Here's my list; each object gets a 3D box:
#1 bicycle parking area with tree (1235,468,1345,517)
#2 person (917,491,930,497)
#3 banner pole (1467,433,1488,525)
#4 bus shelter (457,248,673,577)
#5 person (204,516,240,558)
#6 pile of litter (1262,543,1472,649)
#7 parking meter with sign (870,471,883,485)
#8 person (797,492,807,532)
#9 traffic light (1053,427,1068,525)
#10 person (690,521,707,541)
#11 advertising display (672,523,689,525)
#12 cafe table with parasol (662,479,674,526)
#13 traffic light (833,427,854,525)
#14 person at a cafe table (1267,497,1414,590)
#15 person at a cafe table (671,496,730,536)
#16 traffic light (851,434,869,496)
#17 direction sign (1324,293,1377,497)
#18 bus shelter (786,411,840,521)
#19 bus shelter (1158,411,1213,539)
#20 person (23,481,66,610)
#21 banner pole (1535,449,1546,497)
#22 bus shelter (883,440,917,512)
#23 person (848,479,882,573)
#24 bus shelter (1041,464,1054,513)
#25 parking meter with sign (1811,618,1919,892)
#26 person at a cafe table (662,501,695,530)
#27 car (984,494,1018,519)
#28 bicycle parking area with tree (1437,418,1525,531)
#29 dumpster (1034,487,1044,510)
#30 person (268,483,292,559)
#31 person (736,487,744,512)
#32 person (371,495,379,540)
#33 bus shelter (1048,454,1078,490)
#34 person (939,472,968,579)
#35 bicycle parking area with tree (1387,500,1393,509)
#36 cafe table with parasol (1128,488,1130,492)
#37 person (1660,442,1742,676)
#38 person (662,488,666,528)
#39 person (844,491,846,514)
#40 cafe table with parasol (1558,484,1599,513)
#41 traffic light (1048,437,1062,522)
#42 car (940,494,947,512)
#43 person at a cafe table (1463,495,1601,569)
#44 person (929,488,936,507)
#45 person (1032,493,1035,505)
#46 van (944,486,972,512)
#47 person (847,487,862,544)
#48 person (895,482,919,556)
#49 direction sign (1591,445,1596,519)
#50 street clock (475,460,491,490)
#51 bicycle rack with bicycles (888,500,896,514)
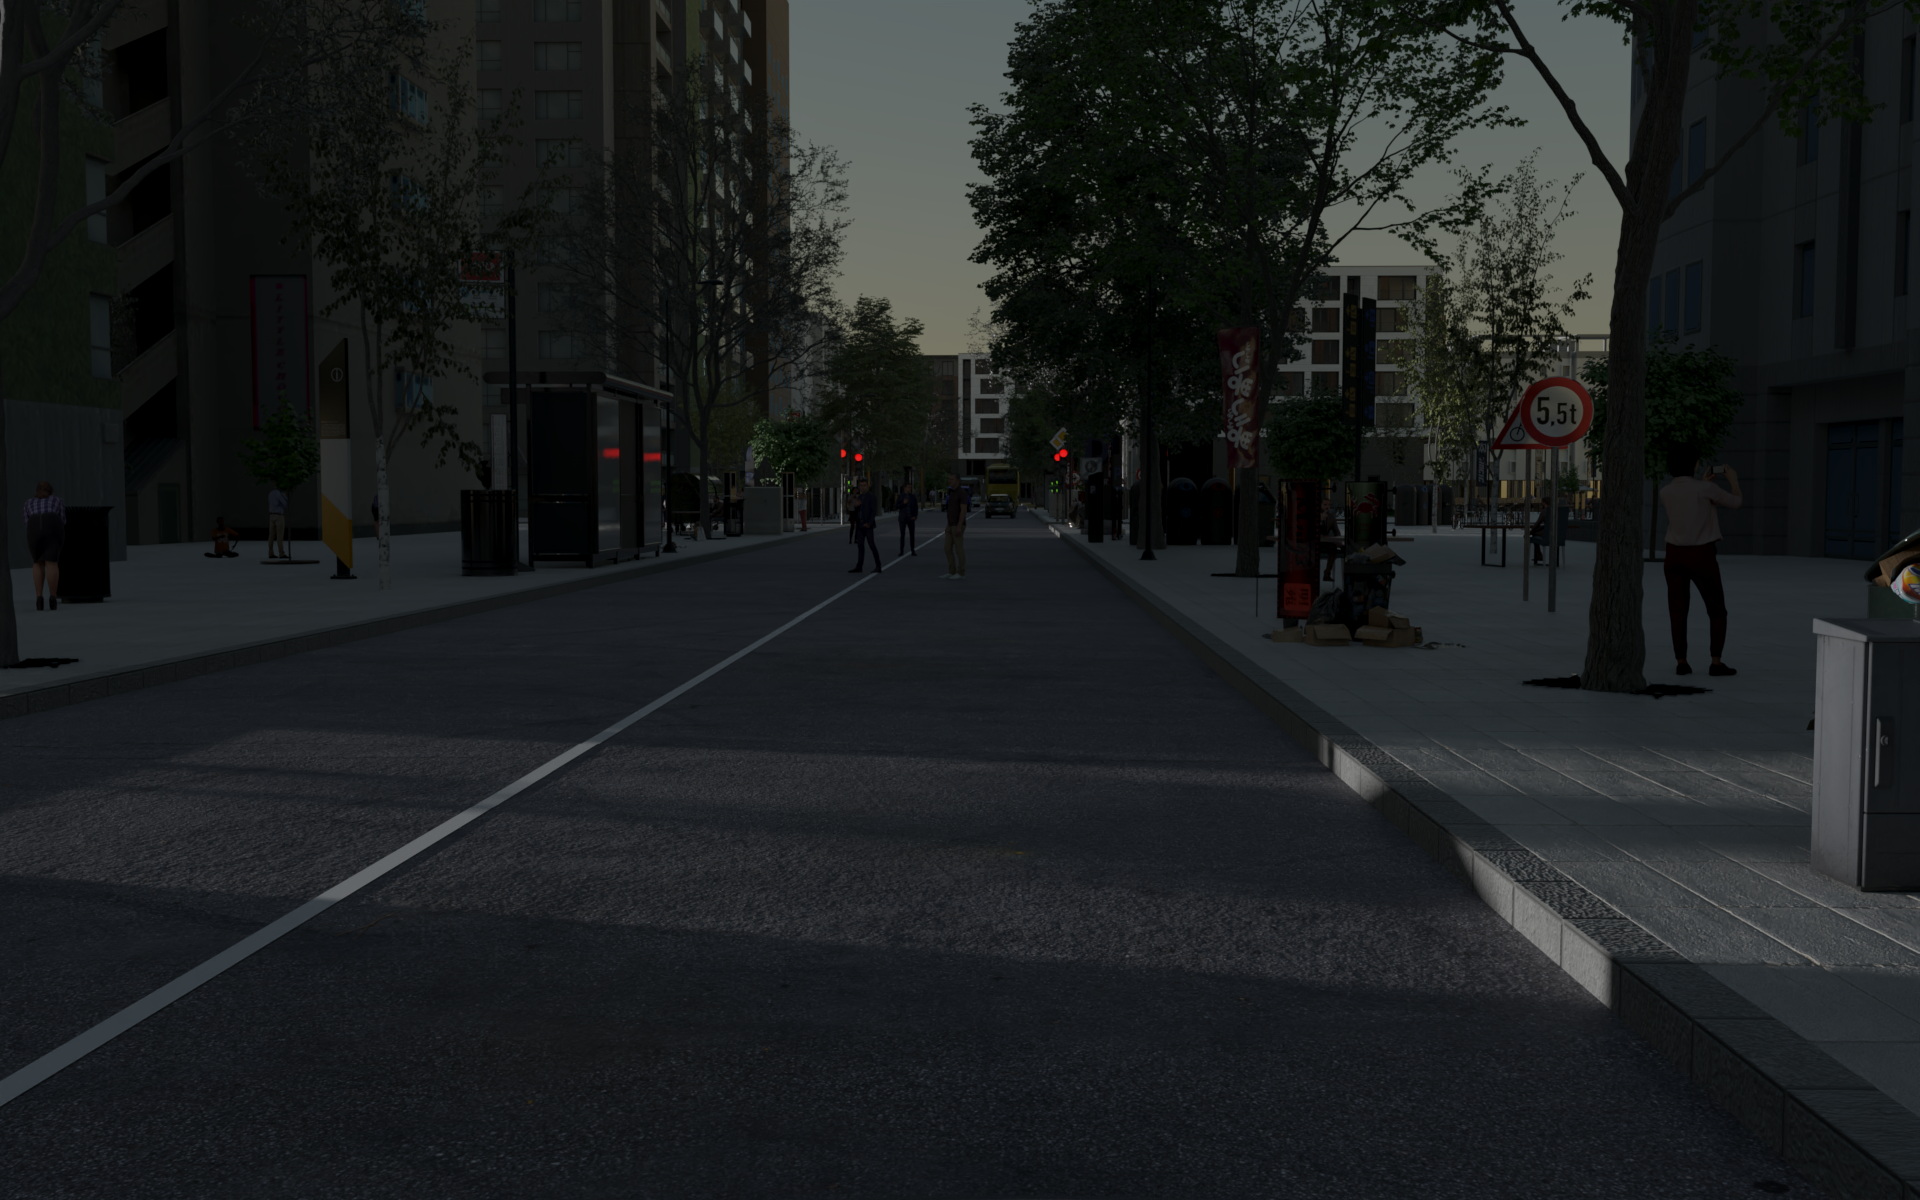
[{"bbox_3d":[19.958,-7.519,109.941,8.231,4.147,9.016,0,4,3],"label":"bicycle parking area with tree"},{"bbox_3d":[-3.474,-9.607,163.144,1.348,1.821,0.705,0,4,5],"label":"person"},{"bbox_3d":[21.249,-4.960,71.114,0.863,3.779,0.401,0,4,-2],"label":"banner pole"},{"bbox_3d":[-7.058,-3.268,31.069,2.179,5.291,8.768,0,4,2],"label":"bus shelter"},{"bbox_3d":[-14.810,-1.257,34.886,0.859,0.850,0.655,-2,4,-34],"label":"person"},{"bbox_3d":[3.441,-0.056,14.877,1.176,0.858,1.719,-3,4,-38],"label":"pile of litter"},{"bbox_3d":[-6.761,-8.363,132.996,1.738,3.016,0.543,2,4,27],"label":"parking meter with sign"},{"bbox_3d":[-5.385,-3.021,59.348,0.435,1.345,0.340,2,4,27],"label":"person"},{"bbox_3d":[4.296,-5.109,72.457,0.839,4.253,0.868,0,4,2],"label":"traffic light"},{"bbox_3d":[-7.143,-1.886,47.358,0.357,0.543,0.381,2,4,31],"label":"person"},{"bbox_3d":[-11.841,-4.159,73.209,0.974,1.923,0.123,-3,5,-42],"label":"advertising display"},{"bbox_3d":[-12.231,-3.941,69.301,2.610,1.966,2.610,1,4,23],"label":"cafe table with parasol"},{"bbox_3d":[-4.902,-5.124,72.699,0.839,4.253,0.868,0,4,2],"label":"traffic light"},{"bbox_3d":[4.925,-0.735,22.876,1.698,1.238,1.726,0,4,0],"label":"person at a cafe table"},{"bbox_3d":[-8.026,-2.627,53.820,1.726,1.238,1.698,-1,4,-17],"label":"person at a cafe table"},{"bbox_3d":[-4.678,-5.612,80.681,0.839,4.253,0.868,0,4,2],"label":"traffic light"},{"bbox_3d":[4.576,-1.707,19.914,0.379,3.537,0.876,3,4,36],"label":"direction sign"},{"bbox_3d":[-7.254,-6.664,86.591,2.179,5.291,8.768,0,4,1],"label":"bus shelter"},{"bbox_3d":[6.336,-3.652,50.993,1.731,3.624,6.357,0,4,2],"label":"bus shelter"},{"bbox_3d":[-10.130,-0.605,19.176,0.421,1.427,0.697,-2,4,-26],"label":"person"},{"bbox_3d":[27.056,-5.543,80.637,0.863,3.779,0.401,-2,4,-26],"label":"banner pole"},{"bbox_3d":[-4.605,-9.371,130.842,2.179,5.291,8.768,0,4,2],"label":"bus shelter"},{"bbox_3d":[-1.720,-1.345,31.410,0.530,1.710,0.541,-2,4,-32],"label":"person"},{"bbox_3d":[6.458,-7.457,115.838,2.014,3.302,5.546,0,4,2],"label":"bus shelter"},{"bbox_3d":[3.750,-0.571,5.598,1.738,3.016,0.543,0,4,1],"label":"parking meter with sign"},{"bbox_3d":[-10.327,-3.331,62.977,1.698,1.524,1.622,-2,4,-25],"label":"person at a cafe table"},{"bbox_3d":[2.405,-5.662,102.362,2.009,1.686,4.222,0,4,4],"label":"car"},{"bbox_3d":[22.155,-4.682,63.546,8.231,4.147,9.016,2,4,35],"label":"bicycle parking area with tree"},{"bbox_3d":[6.791,-8.440,143.759,1.264,1.857,1.865,0,4,2],"label":"dumpster"},{"bbox_3d":[-13.558,-1.611,34.442,0.516,1.574,0.319,3,4,36],"label":"person"},{"bbox_3d":[-11.403,-4.991,89.098,0.566,1.644,0.517,0,4,-7],"label":"person"},{"bbox_3d":[-16.066,-2.371,48.036,0.421,1.427,0.697,-2,4,-32],"label":"person"},{"bbox_3d":[6.270,-6.970,105.250,1.731,3.624,6.357,0,4,2],"label":"bus shelter"},{"bbox_3d":[-0.107,-1.255,29.155,0.434,1.807,0.598,-1,4,-11],"label":"person"},{"bbox_3d":[31.534,-7.632,111.789,9.016,4.147,8.231,1,4,19],"label":"bicycle parking area with tree"},{"bbox_3d":[16.099,-8.626,145.907,2.610,1.966,2.610,-2,4,-32],"label":"cafe table with parasol"},{"bbox_3d":[5.255,-0.295,12.323,0.566,1.644,0.517,0,4,-1],"label":"person"},{"bbox_3d":[-11.403,-3.537,66.415,0.480,1.512,0.613,-1,4,-17],"label":"person"},{"bbox_3d":[-7.065,-5.963,106.005,0.523,1.526,0.387,2,4,32],"label":"person"},{"bbox_3d":[37.685,-6.190,106.069,2.610,1.966,2.610,2,4,26],"label":"cafe table with parasol"},{"bbox_3d":[4.520,-5.597,80.439,0.839,4.253,0.868,0,4,2],"label":"traffic light"},{"bbox_3d":[-0.657,-8.102,142.254,2.009,1.686,4.222,0,4,1],"label":"car"},{"bbox_3d":[10.025,-1.195,30.396,1.698,1.238,1.726,-1,4,-12],"label":"person at a cafe table"},{"bbox_3d":[-2.758,-10.108,171.182,0.709,1.838,0.599,-1,4,-16],"label":"person"},{"bbox_3d":[8.967,-12.230,209.231,0.599,1.433,0.991,-1,4,-21],"label":"person"},{"bbox_3d":[-0.092,-8.105,136.900,2.240,2.365,5.245,0,4,2],"label":"van"},{"bbox_3d":[-3.002,-2.446,49.947,0.517,1.644,0.566,1,4,18],"label":"person"},{"bbox_3d":[-1.228,-1.872,40.022,0.541,1.710,0.530,0,4,-2],"label":"person"},{"bbox_3d":[29.565,-5.433,80.829,0.379,3.537,0.876,0,4,7],"label":"direction sign"},{"bbox_3d":[-10.122,-1.993,37.150,0.471,2.002,0.358,1,4,21],"label":"street clock"},{"bbox_3d":[-5.299,-6.153,113.982,2.852,0.926,2.925,0,4,-5],"label":"bicycle rack with bicycles"}]
